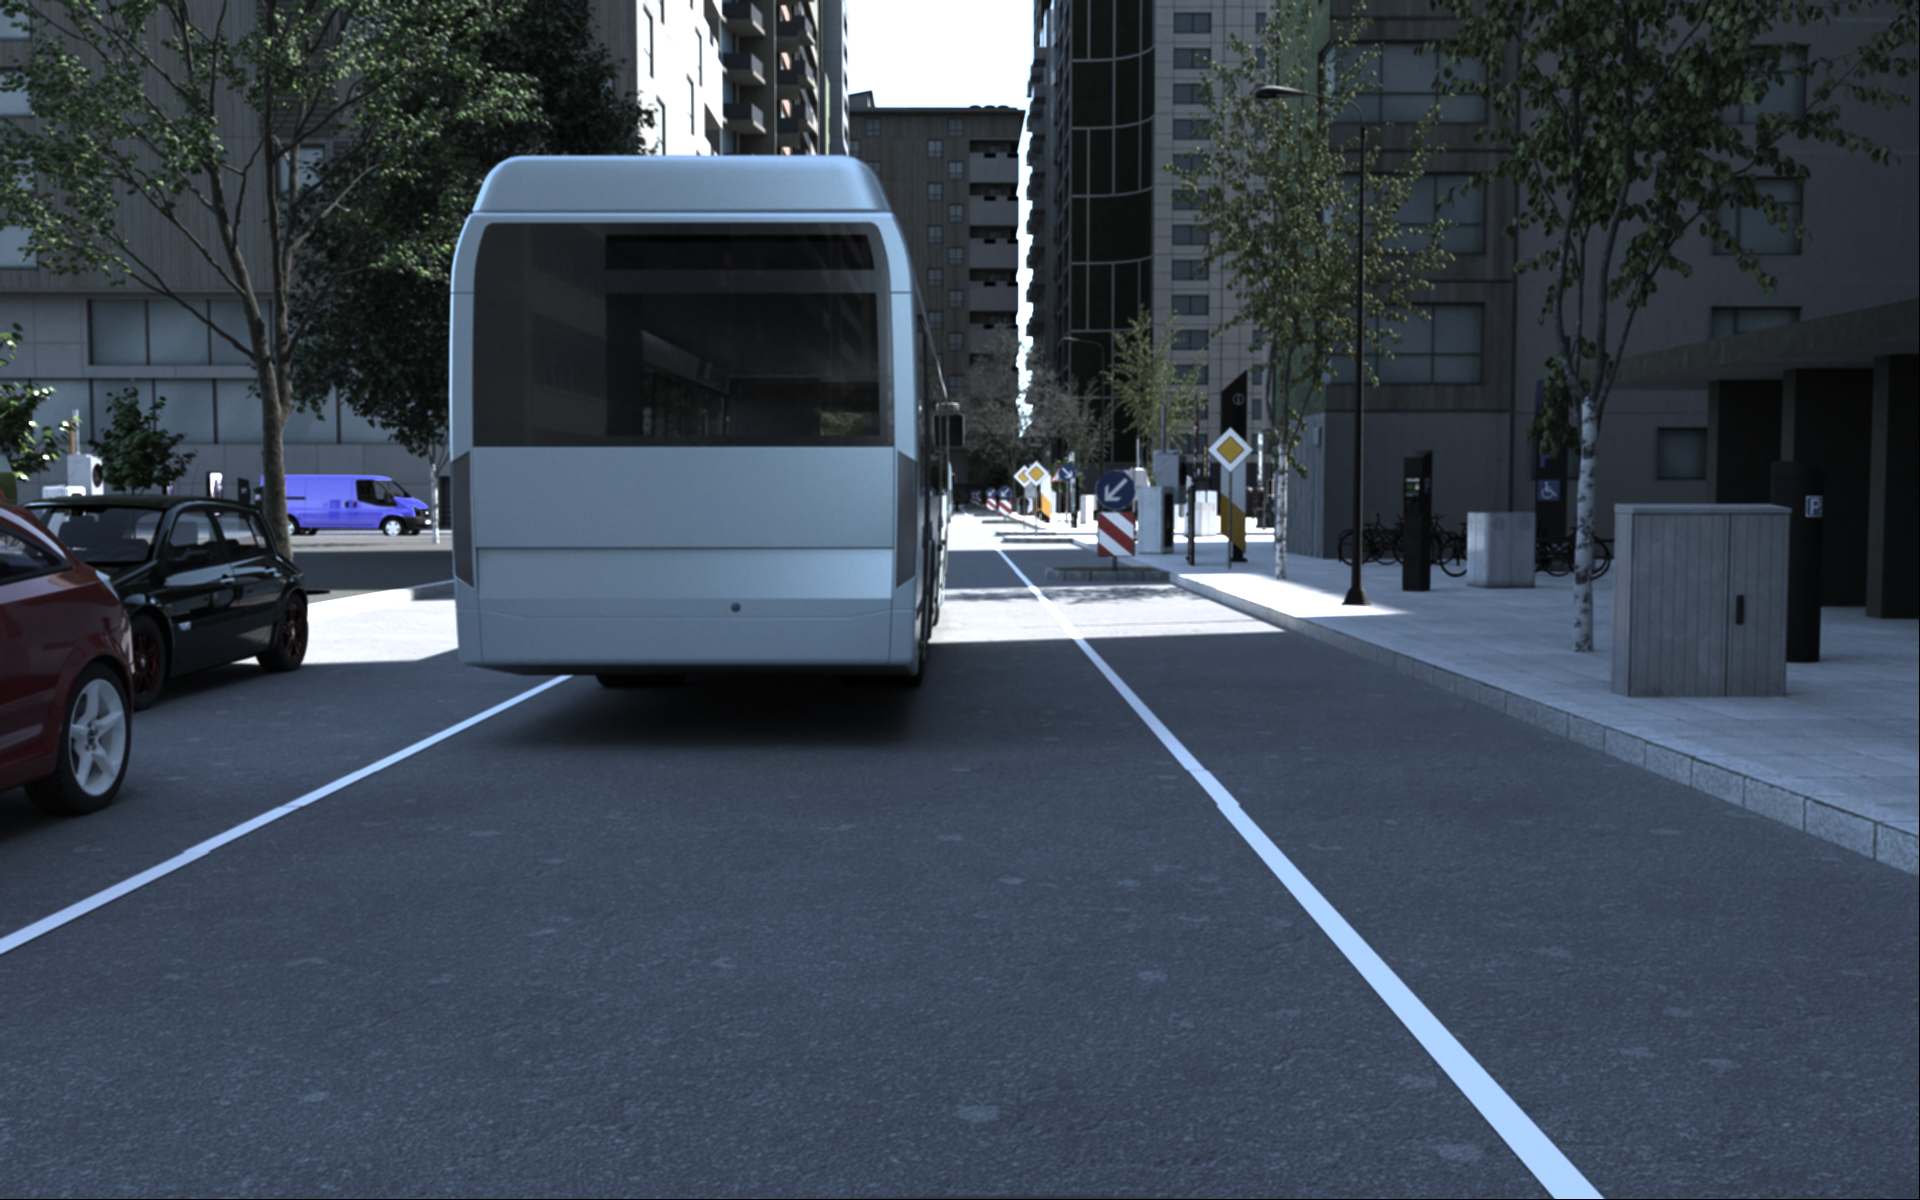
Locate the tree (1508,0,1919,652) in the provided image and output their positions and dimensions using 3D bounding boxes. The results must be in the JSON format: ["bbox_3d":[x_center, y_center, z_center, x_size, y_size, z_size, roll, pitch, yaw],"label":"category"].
[{"bbox_3d":[5.310,-3.887,13.918,4.737,8.622,4.395,0,3,0],"label":"tree"}]

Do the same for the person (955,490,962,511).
[{"bbox_3d":[-0.199,-8.383,145.651,0.705,1.812,1.348,-1,4,-21],"label":"person"}]

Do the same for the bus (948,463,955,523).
[{"bbox_3d":[-1.701,-5.702,88.082,2.948,3.499,13.247,0,4,0],"label":"bus"}]

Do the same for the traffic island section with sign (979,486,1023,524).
[{"bbox_3d":[2.070,-4.665,84.903,1.989,1.847,2.006,0,4,0],"label":"traffic island section with sign"}]

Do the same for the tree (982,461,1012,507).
[{"bbox_3d":[3.876,-11.591,173.219,4.285,4.588,4.351,0,3,0],"label":"tree"}]

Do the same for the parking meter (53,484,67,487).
[{"bbox_3d":[-22.255,-2.103,42.793,0.372,1.533,0.369,0,3,0],"label":"parking meter"}]

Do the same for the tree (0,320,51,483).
[{"bbox_3d":[-9.351,-1.315,16.094,1.663,3.219,1.824,0,3,0],"label":"tree"}]

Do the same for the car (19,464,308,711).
[{"bbox_3d":[-6.232,-0.175,12.640,2.009,1.686,4.222,0,3,0],"label":"car"}]

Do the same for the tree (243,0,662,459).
[{"bbox_3d":[-9.523,-7.226,35.159,9.611,12.733,9.660,0,3,0],"label":"tree"}]

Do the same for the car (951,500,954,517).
[{"bbox_3d":[-1.395,-6.039,110.536,2.131,1.459,4.920,0,4,-2],"label":"car"}]

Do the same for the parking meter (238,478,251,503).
[{"bbox_3d":[-25.404,-3.412,61.489,0.399,1.863,0.255,-2,4,-26],"label":"parking meter"}]

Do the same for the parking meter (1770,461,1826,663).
[{"bbox_3d":[6.418,-0.299,13.308,0.372,1.533,0.369,0,3,0],"label":"parking meter"}]

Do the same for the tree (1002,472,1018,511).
[{"bbox_3d":[4.095,-8.292,130.178,1.663,3.219,1.824,0,3,0],"label":"tree"}]

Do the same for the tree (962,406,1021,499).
[{"bbox_3d":[4.018,-18.015,212.673,7.486,12.596,7.792,0,3,0],"label":"tree"}]

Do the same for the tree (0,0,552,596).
[{"bbox_3d":[-8.784,-5.880,21.893,9.928,11.665,9.643,0,3,0],"label":"tree"}]

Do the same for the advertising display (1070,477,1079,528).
[{"bbox_3d":[4.280,-3.656,64.993,0.123,1.923,0.974,-1,4,-9],"label":"advertising display"}]

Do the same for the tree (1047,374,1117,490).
[{"bbox_3d":[7.448,-9.578,106.968,4.360,8.622,3.978,0,3,0],"label":"tree"}]

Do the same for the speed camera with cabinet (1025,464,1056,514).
[{"bbox_3d":[5.292,-7.308,113.822,2.038,3.252,0.660,0,4,1],"label":"speed camera with cabinet"}]

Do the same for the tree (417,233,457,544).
[{"bbox_3d":[-13.349,-5.754,44.443,4.737,8.622,4.395,0,3,0],"label":"tree"}]

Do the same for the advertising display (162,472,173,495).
[{"bbox_3d":[-20.036,-2.361,43.822,0.123,1.923,0.974,-1,4,-17],"label":"advertising display"}]

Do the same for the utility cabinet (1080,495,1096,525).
[{"bbox_3d":[5.339,-3.790,73.127,0.306,1.237,1.020,1,4,22],"label":"utility cabinet"}]

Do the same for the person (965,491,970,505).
[{"bbox_3d":[0.794,-11.369,194.385,0.705,1.824,1.348,2,4,23],"label":"person"}]

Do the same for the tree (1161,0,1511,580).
[{"bbox_3d":[5.062,-4.616,25.833,4.737,8.622,4.395,0,3,0],"label":"tree"}]

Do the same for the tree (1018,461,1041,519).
[{"bbox_3d":[4.264,-5.696,87.723,1.663,3.219,1.824,0,3,0],"label":"tree"}]

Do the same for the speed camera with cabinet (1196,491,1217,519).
[{"bbox_3d":[12.012,-5.729,88.007,2.038,3.252,0.660,-1,4,-10],"label":"speed camera with cabinet"}]

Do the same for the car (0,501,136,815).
[{"bbox_3d":[-4.739,0.166,6.330,2.155,1.783,4.494,0,4,-1],"label":"car"}]

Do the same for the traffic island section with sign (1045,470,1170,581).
[{"bbox_3d":[2.458,-1.269,29.368,1.989,1.847,2.006,0,4,0],"label":"traffic island section with sign"}]

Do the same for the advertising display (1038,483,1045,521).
[{"bbox_3d":[3.938,-4.663,81.453,0.123,1.923,0.974,2,4,29],"label":"advertising display"}]

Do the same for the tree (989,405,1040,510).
[{"bbox_3d":[4.266,-11.393,136.642,4.360,8.622,3.978,0,3,0],"label":"tree"}]

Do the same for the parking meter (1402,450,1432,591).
[{"bbox_3d":[6.052,-1.053,22.926,0.255,1.863,0.399,3,4,38],"label":"parking meter"}]

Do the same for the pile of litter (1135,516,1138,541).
[{"bbox_3d":[4.838,-2.062,47.675,1.176,0.858,1.719,2,4,35],"label":"pile of litter"}]

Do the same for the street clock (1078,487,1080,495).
[{"bbox_3d":[7.477,-6.501,110.855,0.471,2.002,0.358,0,4,-3],"label":"street clock"}]

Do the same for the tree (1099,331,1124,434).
[{"bbox_3d":[7.578,-7.188,67.887,4.737,8.622,4.395,0,3,0],"label":"tree"}]

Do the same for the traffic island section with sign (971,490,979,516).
[{"bbox_3d":[1.893,-6.314,111.857,1.989,1.847,2.006,0,4,0],"label":"traffic island section with sign"}]

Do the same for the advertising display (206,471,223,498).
[{"bbox_3d":[-21.291,-2.709,49.501,0.123,1.923,0.974,0,4,-4],"label":"advertising display"}]

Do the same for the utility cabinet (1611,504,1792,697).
[{"bbox_3d":[4.721,0.007,11.042,1.020,1.237,0.306,0,4,-3],"label":"utility cabinet"}]

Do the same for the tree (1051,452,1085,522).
[{"bbox_3d":[4.946,-5.180,79.288,1.663,3.219,1.824,0,3,0],"label":"tree"}]

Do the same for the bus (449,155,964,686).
[{"bbox_3d":[-1.462,-1.296,16.052,2.948,3.499,13.247,0,4,0],"label":"bus"}]

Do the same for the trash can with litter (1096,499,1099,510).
[{"bbox_3d":[9.687,-7.075,127.058,1.055,1.170,0.624,-1,4,-13],"label":"trash can with litter"}]

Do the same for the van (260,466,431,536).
[{"bbox_3d":[-19.907,-3.172,56.253,5.245,2.365,2.240,0,4,-1],"label":"van"}]

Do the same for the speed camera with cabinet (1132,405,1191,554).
[{"bbox_3d":[4.433,-2.659,37.808,0.660,3.252,2.038,1,4,22],"label":"speed camera with cabinet"}]

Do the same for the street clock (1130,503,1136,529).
[{"bbox_3d":[6.377,-3.629,63.897,0.358,2.002,0.471,-2,4,-27],"label":"street clock"}]

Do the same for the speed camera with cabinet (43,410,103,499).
[{"bbox_3d":[-20.445,-2.790,39.950,0.660,3.252,2.038,0,4,-5],"label":"speed camera with cabinet"}]

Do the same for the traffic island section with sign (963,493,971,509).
[{"bbox_3d":[1.553,-9.350,161.493,1.989,1.847,2.006,0,4,0],"label":"traffic island section with sign"}]

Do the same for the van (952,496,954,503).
[{"bbox_3d":[-1.680,-11.037,187.466,2.013,2.044,4.112,0,4,-2],"label":"van"}]

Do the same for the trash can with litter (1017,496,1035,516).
[{"bbox_3d":[3.934,-5.522,101.664,1.055,1.170,0.624,-2,4,-30],"label":"trash can with litter"}]

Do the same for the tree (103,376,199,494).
[{"bbox_3d":[-13.531,-2.061,28.301,1.663,3.219,1.824,0,3,0],"label":"tree"}]

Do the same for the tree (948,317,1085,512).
[{"bbox_3d":[3.673,-12.883,121.014,12.009,13.543,11.850,0,3,0],"label":"tree"}]

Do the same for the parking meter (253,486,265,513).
[{"bbox_3d":[-21.069,-2.676,52.162,0.372,1.533,0.369,0,3,0],"label":"parking meter"}]

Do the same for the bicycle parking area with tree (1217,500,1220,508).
[{"bbox_3d":[20.810,-7.771,114.058,8.231,4.147,9.016,2,4,23],"label":"bicycle parking area with tree"}]
